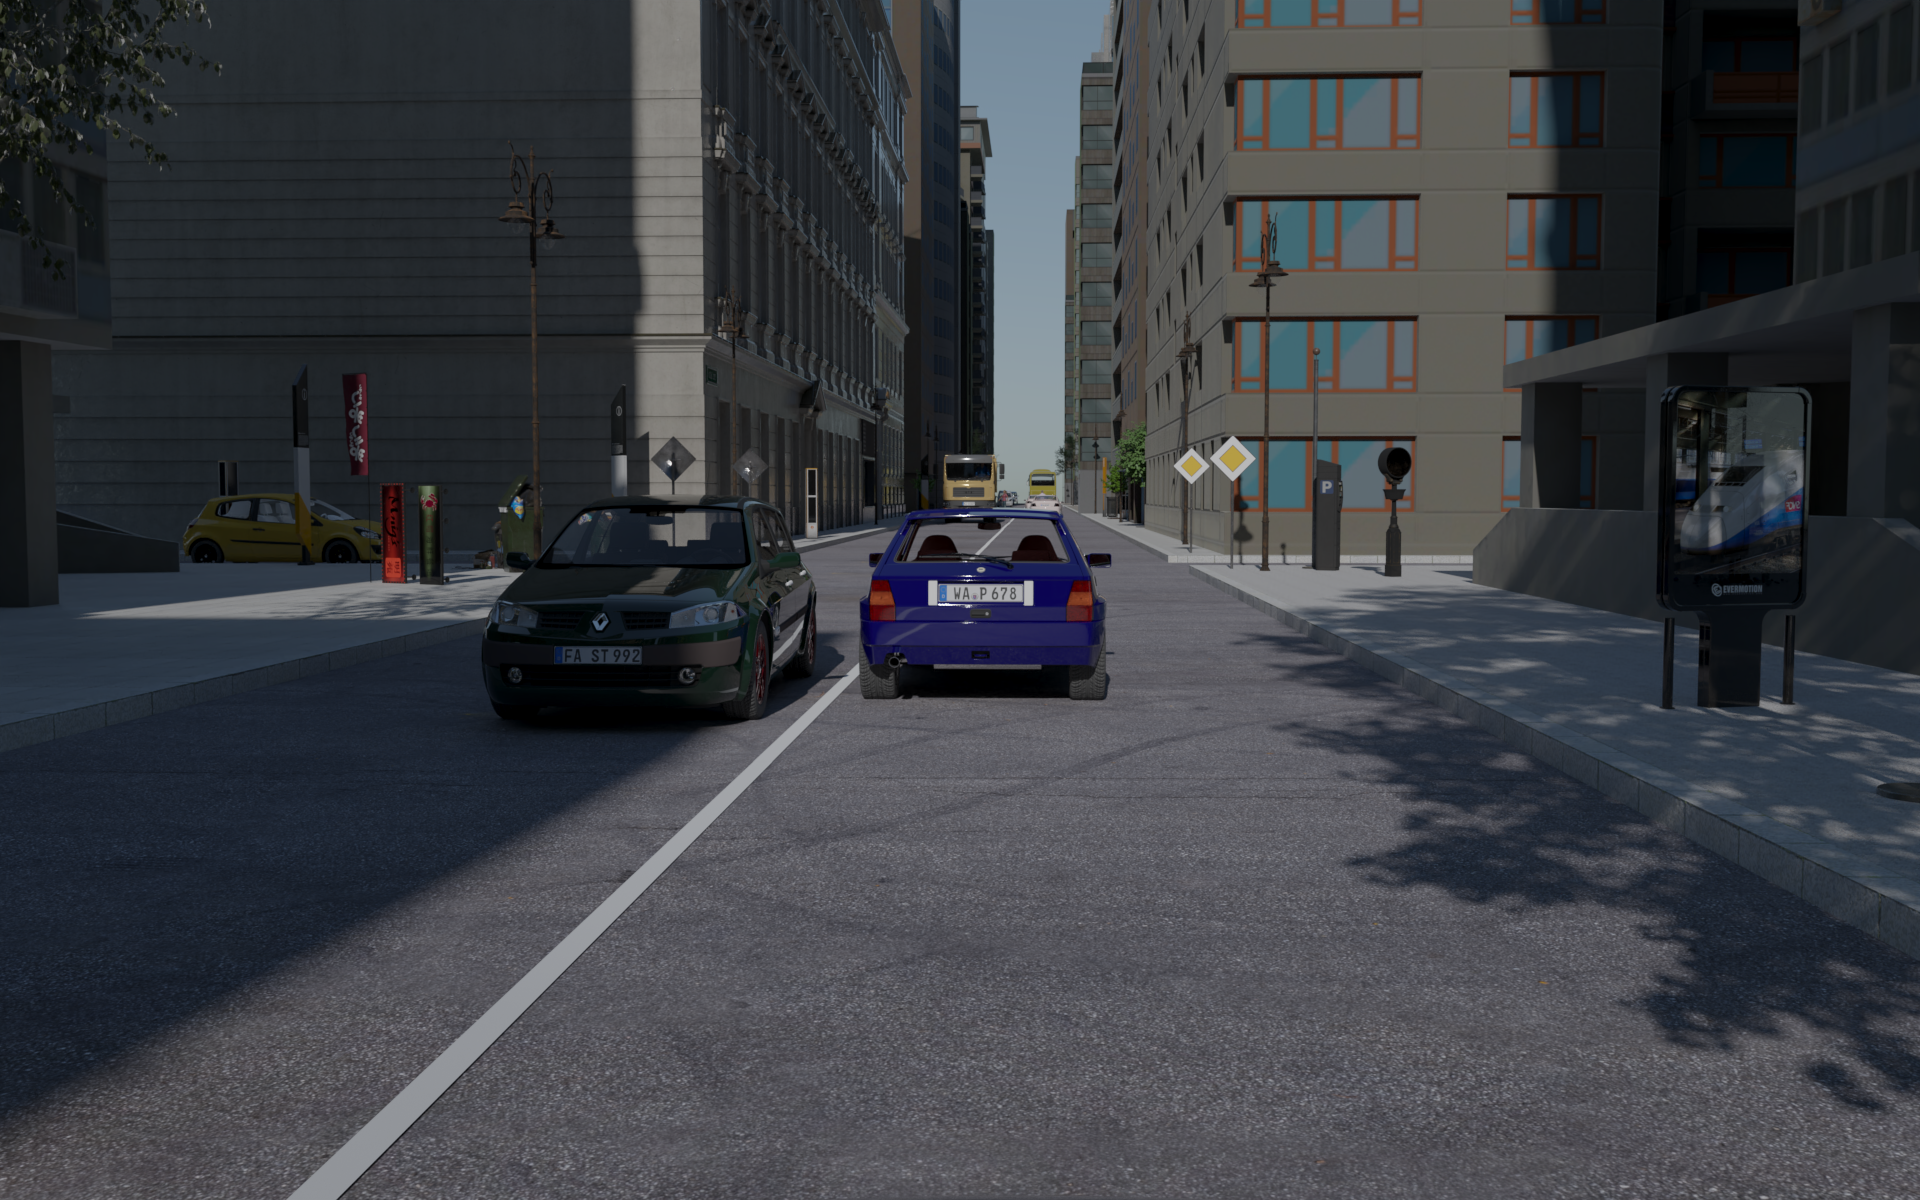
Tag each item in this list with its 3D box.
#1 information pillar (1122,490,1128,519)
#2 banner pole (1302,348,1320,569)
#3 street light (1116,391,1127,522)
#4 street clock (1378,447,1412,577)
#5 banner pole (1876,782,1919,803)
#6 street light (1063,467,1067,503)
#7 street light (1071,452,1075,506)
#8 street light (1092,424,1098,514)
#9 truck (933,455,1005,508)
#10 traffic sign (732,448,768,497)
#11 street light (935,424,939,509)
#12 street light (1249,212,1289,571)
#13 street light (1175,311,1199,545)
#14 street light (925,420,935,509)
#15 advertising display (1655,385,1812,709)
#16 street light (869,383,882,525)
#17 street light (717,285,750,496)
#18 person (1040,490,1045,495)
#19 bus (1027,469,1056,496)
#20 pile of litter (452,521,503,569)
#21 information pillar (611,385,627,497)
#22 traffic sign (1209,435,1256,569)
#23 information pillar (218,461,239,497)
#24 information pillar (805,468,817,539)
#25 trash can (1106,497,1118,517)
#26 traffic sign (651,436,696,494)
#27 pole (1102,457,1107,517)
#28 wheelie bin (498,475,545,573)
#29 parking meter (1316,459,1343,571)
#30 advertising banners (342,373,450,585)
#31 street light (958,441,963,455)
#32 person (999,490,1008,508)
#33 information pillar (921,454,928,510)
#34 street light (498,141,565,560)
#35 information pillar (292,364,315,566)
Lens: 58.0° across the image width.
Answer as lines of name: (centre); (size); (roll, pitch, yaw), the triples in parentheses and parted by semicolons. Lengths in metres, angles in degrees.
information pillar: (8.656, -5.259, 90.471); (0.304, 2.012, 0.304); (-3, 4, -38)
banner pole: (6.132, -2.442, 29.948); (0.401, 3.779, 0.863); (1, 4, 9)
street light: (7.257, -6.438, 78.055); (0.468, 5.910, 1.993); (0, 4, 3)
street clock: (6.723, -1.362, 26.831); (0.471, 2.002, 0.358); (-1, 4, -20)
banner pole: (4.231, -1.040, 7.027); (0.401, 3.779, 0.863); (-2, 4, -32)
street light: (16.170, -18.289, 271.815); (0.468, 5.910, 1.993); (0, 4, 3)
street light: (13.152, -14.161, 204.317); (0.468, 5.910, 1.993); (0, 4, 3)
street light: (9.229, -9.019, 120.247); (0.468, 5.910, 1.993); (0, 4, 3)
truck: (0.548, -5.592, 87.358); (3.469, 3.379, 9.791); (0, 4, 2)
traffic sign: (-4.612, -2.106, 38.077); (0.795, 2.450, 0.064); (0, 4, 3)
street light: (-1.565, -8.699, 115.018); (0.468, 5.910, 1.993); (0, 4, 3)
street light: (5.093, -3.422, 28.737); (0.468, 5.910, 1.993); (0, 4, 3)
street light: (5.731, -4.346, 43.842); (0.468, 5.910, 1.993); (0, 4, 3)
street light: (-1.965, -8.181, 106.552); (0.468, 5.910, 1.993); (0, 4, 3)
advertising display: (4.645, -0.318, 10.411); (0.974, 1.923, 0.123); (-1, 4, -15)
street light: (-3.505, -6.082, 72.223); (0.468, 5.910, 1.993); (0, 4, 3)
street light: (-5.014, -4.018, 38.478); (0.468, 5.910, 1.993); (0, 4, 3)
person: (6.330, -7.521, 132.413); (0.756, 1.711, 0.436); (2, 4, 30)
bus: (8.044, -10.931, 170.266); (2.896, 3.916, 12.252); (0, 4, 2)
pile of litter: (-7.939, -0.983, 30.036); (1.719, 0.858, 1.176); (-1, 4, -10)
information pillar: (-7.350, -2.815, 37.380); (0.183, 3.616, 0.504); (-3, 5, -44)
traffic sign: (4.657, -1.590, 29.642); (0.795, 2.450, 0.064); (0, 4, 3)
information pillar: (-16.076, -2.056, 38.108); (0.304, 2.012, 0.304); (2, 4, 35)
information pillar: (-4.246, -2.752, 49.481); (0.304, 2.012, 0.304); (-1, 4, -13)
trash can: (8.368, -5.103, 95.090); (0.748, 1.137, 0.748); (0, 3, 0)
traffic sign: (-4.976, -1.618, 30.100); (0.795, 2.450, 0.064); (0, 4, 3)
pole: (8.046, -6.272, 96.386); (0.158, 3.312, 0.155); (0, 3, 0)
wheelie bin: (-7.207, -1.261, 28.525); (0.693, 1.594, 0.980); (-2, 4, -27)
parking meter: (6.195, -1.427, 29.041); (0.399, 1.863, 0.255); (2, 4, 29)
advertising banners: (-8.090, -1.747, 24.751); (2.074, 3.025, 0.090); (2, 4, 30)
street light: (0.104, -10.763, 148.756); (0.468, 5.910, 1.993); (0, 4, 3)
person: (3.284, -7.418, 130.503); (0.721, 1.743, 1.217); (-2, 4, -32)
information pillar: (-2.037, -6.670, 100.404); (0.504, 3.616, 0.183); (-3, 5, -39)
street light: (-5.684, -3.081, 23.159); (0.468, 5.910, 1.993); (0, 4, 3)
information pillar: (-11.794, -2.428, 31.045); (0.183, 3.616, 0.504); (0, 4, 3)
